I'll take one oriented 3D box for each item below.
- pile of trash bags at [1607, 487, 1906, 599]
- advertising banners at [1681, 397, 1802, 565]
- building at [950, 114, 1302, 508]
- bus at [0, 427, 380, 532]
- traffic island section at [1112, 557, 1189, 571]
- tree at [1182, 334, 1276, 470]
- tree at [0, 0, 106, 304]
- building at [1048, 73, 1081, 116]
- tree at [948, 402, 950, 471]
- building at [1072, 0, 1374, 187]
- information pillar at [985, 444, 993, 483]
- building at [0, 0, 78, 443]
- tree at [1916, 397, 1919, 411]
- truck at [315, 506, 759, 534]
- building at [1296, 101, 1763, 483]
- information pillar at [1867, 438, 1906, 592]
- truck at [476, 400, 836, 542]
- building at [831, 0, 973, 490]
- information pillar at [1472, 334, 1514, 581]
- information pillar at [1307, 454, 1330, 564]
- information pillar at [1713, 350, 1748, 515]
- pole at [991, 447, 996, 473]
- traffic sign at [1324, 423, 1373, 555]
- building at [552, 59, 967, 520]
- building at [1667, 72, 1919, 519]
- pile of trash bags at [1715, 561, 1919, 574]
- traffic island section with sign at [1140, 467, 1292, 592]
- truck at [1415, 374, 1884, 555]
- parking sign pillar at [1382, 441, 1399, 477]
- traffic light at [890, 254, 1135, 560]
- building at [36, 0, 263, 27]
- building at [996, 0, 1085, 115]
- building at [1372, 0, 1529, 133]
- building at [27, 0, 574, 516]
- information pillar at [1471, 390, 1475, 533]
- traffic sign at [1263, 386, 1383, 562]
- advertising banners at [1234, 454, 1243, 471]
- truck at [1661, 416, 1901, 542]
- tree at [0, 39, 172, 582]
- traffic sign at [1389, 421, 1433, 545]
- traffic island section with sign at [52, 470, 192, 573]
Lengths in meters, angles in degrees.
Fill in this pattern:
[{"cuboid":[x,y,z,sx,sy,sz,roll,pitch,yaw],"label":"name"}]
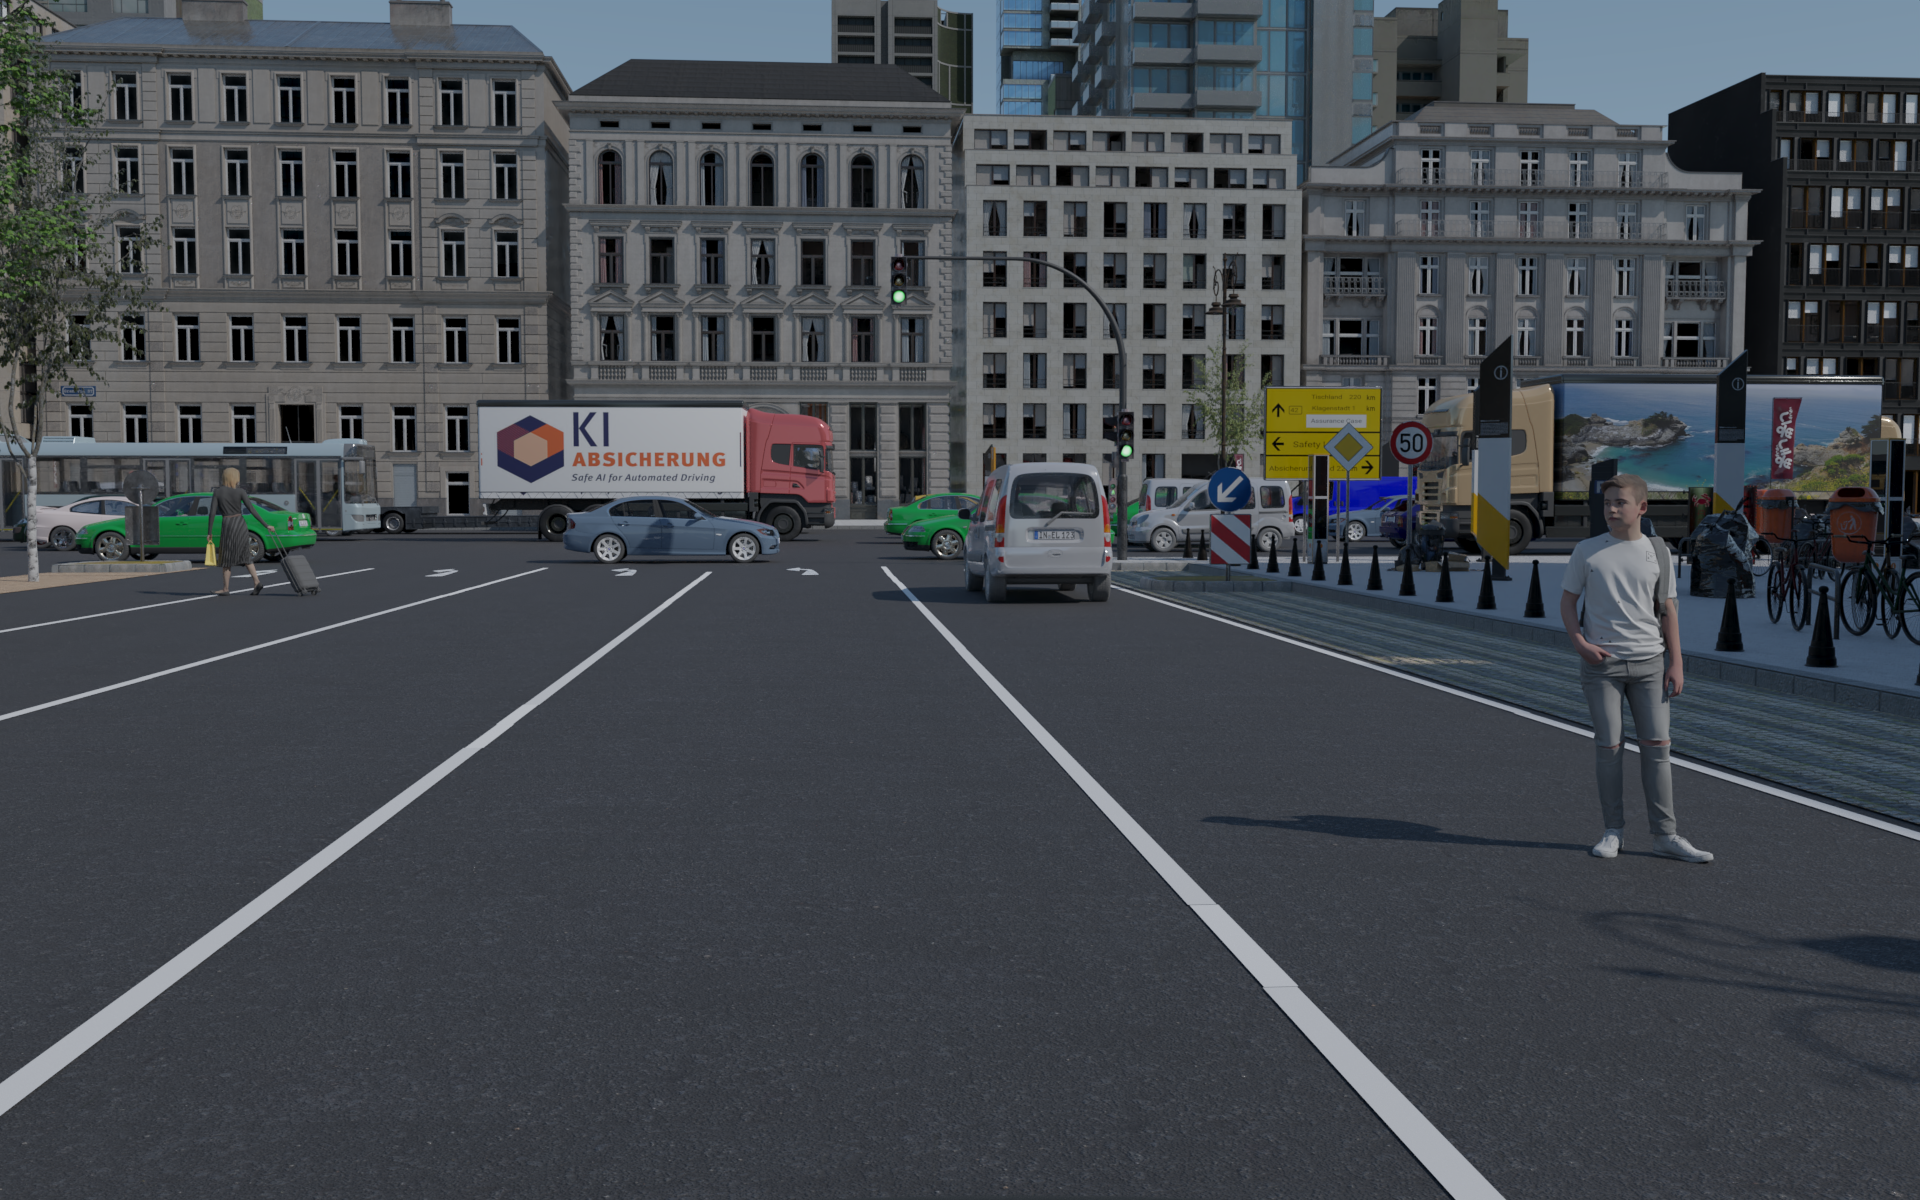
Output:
[{"cuboid":[9.804,-0.748,21.979,3.447,1.369,1.912,3,5,41],"label":"pile of trash bags"},{"cuboid":[14.185,-2.155,31.419,2.074,3.025,0.090,0,4,2],"label":"advertising banners"},{"cuboid":[8.273,-14.467,91.279,16.860,20.320,10.420,0,4,-5],"label":"building"},{"cuboid":[-23.960,-3.564,53.130,13.247,3.499,2.948,0,4,-5],"label":"bus"},{"cuboid":[3.158,-0.695,33.637,2.009,0.180,2.903,0,4,-5],"label":"traffic island section"},{"cuboid":[12.511,-7.975,80.756,4.737,8.622,4.395,0,3,0],"label":"tree"},{"cuboid":[-14.158,-5.669,20.904,9.928,11.665,9.643,0,3,0],"label":"tree"},{"cuboid":[15.450,-29.909,172.604,14.154,41.232,14.086,0,4,-5],"label":"building"},{"cuboid":[-2.531,-13.208,132.960,9.611,12.733,9.660,0,3,0],"label":"tree"},{"cuboid":[21.841,-32.446,150.103,23.786,49.044,30.456,0,4,-5],"label":"building"},{"cuboid":[1.361,-5.481,80.975,0.183,3.616,0.504,-3,4,-38],"label":"information pillar"},{"cuboid":[-62.494,-17.433,89.552,34.151,26.468,19.350,0,4,-5],"label":"building"},{"cuboid":[7.609,-1.046,11.705,1.663,3.219,1.824,0,3,0],"label":"tree"},{"cuboid":[-13.760,-4.475,62.921,18.799,4.110,2.967,0,4,-3],"label":"truck"},{"cuboid":[28.544,-15.444,94.306,24.055,21.916,13.314,0,4,-5],"label":"building"},{"cuboid":[12.197,-1.121,22.820,0.304,2.012,0.304,-1,4,-22],"label":"information pillar"},{"cuboid":[-8.788,-3.915,52.918,11.283,4.237,2.839,0,4,-3],"label":"truck"},{"cuboid":[-8.427,-49.902,254.150,20.611,71.187,20.563,0,4,-5],"label":"building"},{"cuboid":[7.926,-2.096,25.631,0.504,3.616,0.183,3,4,38],"label":"information pillar"},{"cuboid":[6.565,-1.667,31.746,0.304,2.012,0.304,0,4,-8],"label":"information pillar"},{"cuboid":[12.554,-2.255,28.226,0.504,3.616,0.183,0,4,-5],"label":"information pillar"},{"cuboid":[1.453,-4.998,75.557,0.158,3.312,0.155,0,3,0],"label":"pole"},{"cuboid":[6.278,-1.644,28.058,0.795,2.450,0.064,0,4,3],"label":"traffic sign"},{"cuboid":[-10.070,-15.954,89.729,19.941,23.489,11.050,0,4,-5],"label":"building"},{"cuboid":[49.607,-16.292,96.046,15.834,23.373,12.332,0,4,-5],"label":"building"},{"cuboid":[15.016,-1.222,29.725,3.447,1.369,1.912,-2,4,-27],"label":"pile of trash bags"},{"cuboid":[3.780,-1.070,26.127,1.989,1.847,2.006,0,4,-5],"label":"traffic island section with sign"},{"cuboid":[16.157,-3.234,41.797,11.283,4.237,2.839,0,4,-5],"label":"truck"},{"cuboid":[19.315,-5.529,78.866,1.447,3.967,1.447,1,4,12],"label":"parking sign pillar"},{"cuboid":[1.040,-3.580,33.204,4.771,5.953,1.251,0,4,-5],"label":"traffic light"},{"cuboid":[-62.669,-27.521,133.567,14.154,41.232,14.086,0,4,-5],"label":"building"},{"cuboid":[17.324,-57.685,255.821,31.000,86.520,22.319,0,4,-5],"label":"building"},{"cuboid":[43.807,-33.479,171.080,21.600,48.544,21.300,0,4,-5],"label":"building"},{"cuboid":[-32.739,-17.859,89.250,25.104,27.353,12.463,0,4,-5],"label":"building"},{"cuboid":[9.879,-2.524,32.618,0.504,3.616,0.183,-1,4,-18],"label":"information pillar"},{"cuboid":[6.839,-2.375,32.705,2.265,3.308,0.079,0,4,-4],"label":"traffic sign"},{"cuboid":[12.808,-4.884,76.039,2.074,3.025,0.090,-2,4,-32],"label":"advertising banners"},{"cuboid":[23.331,-3.900,52.675,11.283,4.237,2.839,0,4,-3],"label":"truck"},{"cuboid":[-15.119,-4.609,28.171,4.360,8.622,3.978,0,3,0],"label":"tree"},{"cuboid":[7.839,-1.839,30.180,0.768,2.556,0.104,0,4,-2],"label":"traffic sign"},{"cuboid":[-15.504,-1.478,32.309,2.006,1.907,1.989,0,4,-5],"label":"traffic island section with sign"}]
